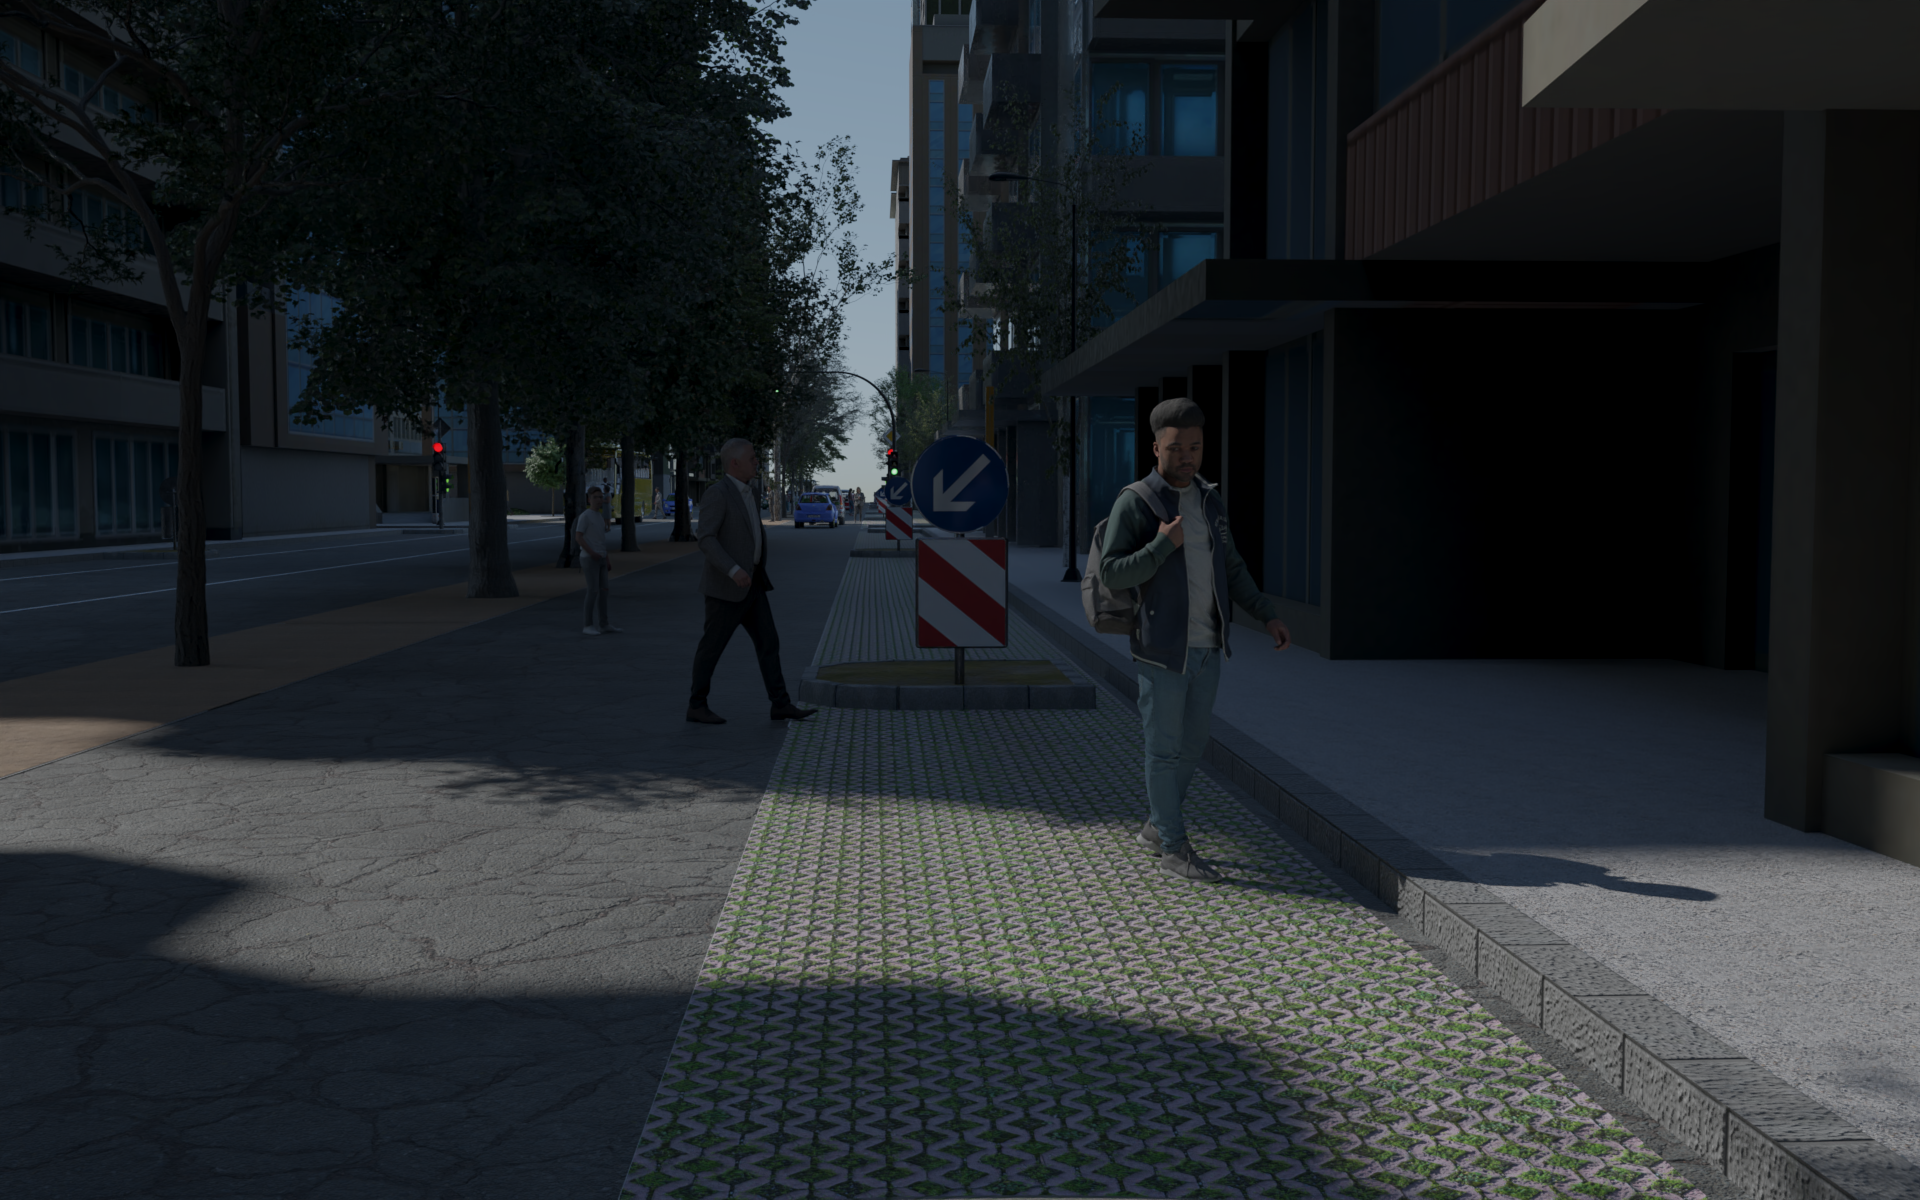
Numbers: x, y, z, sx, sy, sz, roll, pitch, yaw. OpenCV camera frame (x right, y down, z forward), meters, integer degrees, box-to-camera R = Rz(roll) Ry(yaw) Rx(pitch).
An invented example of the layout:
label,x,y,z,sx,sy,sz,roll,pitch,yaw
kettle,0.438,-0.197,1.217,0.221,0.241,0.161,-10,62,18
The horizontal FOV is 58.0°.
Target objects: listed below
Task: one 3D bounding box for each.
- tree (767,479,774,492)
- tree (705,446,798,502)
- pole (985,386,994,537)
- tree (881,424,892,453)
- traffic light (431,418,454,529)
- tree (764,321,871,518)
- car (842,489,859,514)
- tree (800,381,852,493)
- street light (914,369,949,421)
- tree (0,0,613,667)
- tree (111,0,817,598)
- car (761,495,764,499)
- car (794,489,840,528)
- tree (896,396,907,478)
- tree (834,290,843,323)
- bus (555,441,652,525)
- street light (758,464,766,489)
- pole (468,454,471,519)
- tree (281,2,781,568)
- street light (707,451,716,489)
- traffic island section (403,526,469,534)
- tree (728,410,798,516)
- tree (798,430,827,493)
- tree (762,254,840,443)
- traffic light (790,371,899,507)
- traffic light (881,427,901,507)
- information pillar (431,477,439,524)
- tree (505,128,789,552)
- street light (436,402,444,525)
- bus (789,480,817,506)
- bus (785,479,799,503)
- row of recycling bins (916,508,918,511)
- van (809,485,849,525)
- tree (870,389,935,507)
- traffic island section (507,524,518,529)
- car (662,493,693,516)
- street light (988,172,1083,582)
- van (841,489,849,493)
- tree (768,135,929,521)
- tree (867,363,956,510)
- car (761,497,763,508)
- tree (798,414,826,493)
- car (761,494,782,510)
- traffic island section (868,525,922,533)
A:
label,x,y,z,sx,sy,sz,roll,pitch,yaw
tree,-33.806,-19.677,305.431,4.285,4.588,4.351,0,3,0
tree,-9.536,-7.511,75.621,4.737,8.622,4.395,0,3,0
pole,0.563,-2.389,32.904,0.158,3.312,0.155,0,3,0
tree,-3.668,-10.855,127.845,4.360,8.622,3.978,0,3,0
traffic light,-19.006,-4.557,63.421,0.839,4.253,0.868,0,4,-3
tree,-11.583,-12.648,119.624,12.009,13.543,11.850,0,3,0
car,-8.345,-7.257,127.693,2.155,1.783,4.494,0,4,-3
tree,-12.227,-13.071,134.297,7.486,12.596,7.792,0,3,0
street light,-0.995,-5.614,64.326,1.470,5.913,1.316,0,4,-3
tree,-6.392,-4.701,13.737,8.767,10.594,7.601,0,4,-3
tree,-6.453,-6.992,23.432,9.857,13.997,8.962,0,3,0
car,-27.556,-13.668,236.058,1.945,1.354,3.894,0,4,-3
car,-6.098,-3.918,73.650,1.945,1.707,3.694,0,4,-1
tree,-1.344,-9.284,102.151,4.360,8.622,3.978,0,3,0
tree,-8.307,-8.072,51.440,9.611,12.733,9.660,0,3,0
bus,-17.069,-5.668,84.217,2.896,3.916,12.252,0,4,-2
street light,-30.913,-18.212,270.308,1.470,5.913,1.316,0,4,-3
pole,-21.193,-4.966,75.042,0.158,3.312,0.155,0,3,0
tree,-7.443,-6.959,33.249,9.611,12.733,9.660,0,3,0
street light,-26.693,-13.089,186.547,1.470,5.913,1.316,0,4,-3
traffic island section,-19.046,-2.524,63.554,2.009,0.180,2.903,0,4,-3
tree,-9.793,-7.829,80.822,4.360,8.622,3.978,0,3,0
tree,-12.129,-10.728,128.214,4.737,8.622,4.395,0,3,0
tree,-8.440,-7.608,61.265,8.767,10.594,7.601,0,4,-3
traffic light,-4.551,-5.465,64.019,4.771,5.953,1.251,0,4,-3
traffic light,-2.867,-5.096,72.240,0.839,4.253,0.868,0,4,-3
information pillar,-22.473,-4.275,74.386,0.304,2.012,0.304,3,5,39
tree,-8.074,-7.435,42.151,7.486,12.596,7.792,0,3,0
street light,-20.869,-6.035,71.214,1.470,5.913,1.316,0,4,-3
bus,-19.232,-13.413,214.164,2.948,3.499,13.247,0,4,-2
bus,-26.366,-17.557,278.608,2.896,3.916,12.252,0,4,-3
row of recycling bins,-1.688,-7.848,135.420,3.534,1.692,1.069,-2,4,-24
van,-6.280,-4.577,81.846,2.013,2.044,4.112,0,4,-3
tree,-4.069,-13.099,148.588,8.767,10.594,7.601,-3,5,-43
traffic island section,-19.447,-3.012,71.529,2.009,0.180,2.903,0,4,-3
car,-18.516,-6.367,113.691,1.945,1.707,3.694,0,4,-4
street light,1.111,-3.221,25.200,1.470,5.913,1.316,0,4,-3
van,-10.512,-9.131,156.306,2.013,2.044,4.112,0,4,-3
tree,-8.380,-14.177,90.145,12.611,20.169,13.585,0,3,0
tree,-3.859,-12.999,138.291,9.928,11.665,9.643,0,3,0
car,-21.336,-10.348,178.983,2.009,1.686,4.222,0,4,-1
tree,-10.730,-9.707,111.536,4.360,8.622,3.978,0,3,0
car,-17.323,-9.096,160.515,2.131,1.459,4.920,0,4,-2
traffic island section,-2.425,-2.575,64.381,2.009,0.180,2.903,0,4,-3
